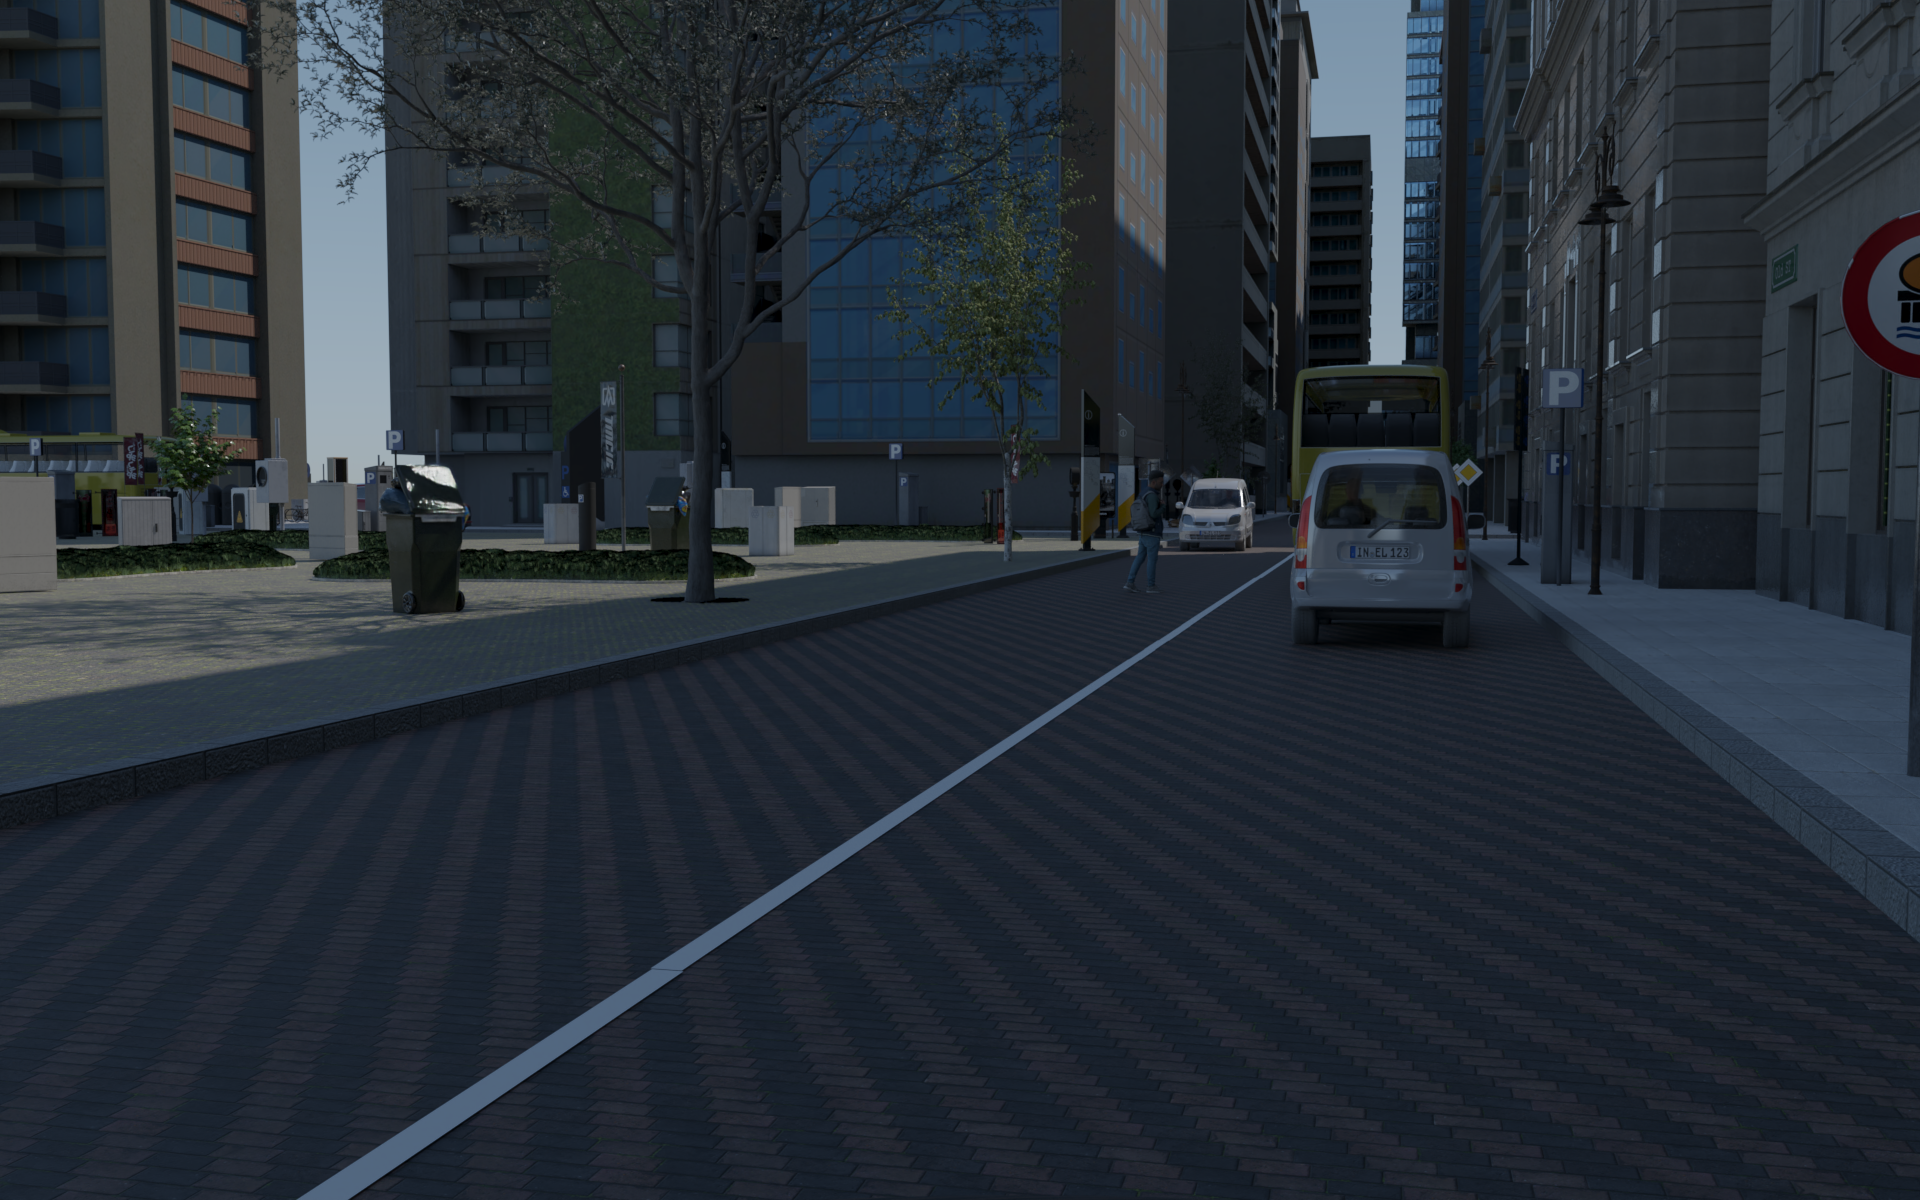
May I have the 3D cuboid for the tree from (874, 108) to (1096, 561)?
[{"bbox_3d":[0.746,-5.036,32.699,4.737,8.622,4.395,0,3,0],"label":"tree"}]

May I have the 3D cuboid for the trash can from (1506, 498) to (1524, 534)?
[{"bbox_3d":[18.155,-2.735,56.365,0.748,1.137,0.748,0,3,0],"label":"trash can"}]

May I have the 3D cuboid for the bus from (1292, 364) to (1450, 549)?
[{"bbox_3d":[8.194,-2.617,34.332,2.896,3.916,12.252,1,4,14],"label":"bus"}]

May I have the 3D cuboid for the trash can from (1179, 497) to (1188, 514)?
[{"bbox_3d":[11.144,-4.508,85.363,0.748,1.137,0.748,0,3,0],"label":"trash can"}]

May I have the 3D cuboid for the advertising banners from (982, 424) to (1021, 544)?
[{"bbox_3d":[1.056,-2.937,44.213,0.090,3.025,2.074,-2,4,-26],"label":"advertising banners"}]

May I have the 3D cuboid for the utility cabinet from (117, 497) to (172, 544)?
[{"bbox_3d":[-17.686,-1.616,37.588,1.020,1.237,0.306,-3,5,-43],"label":"utility cabinet"}]

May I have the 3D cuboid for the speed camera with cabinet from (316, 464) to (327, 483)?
[{"bbox_3d":[-41.155,-7.300,113.693,2.038,3.252,0.660,-3,5,-43],"label":"speed camera with cabinet"}]

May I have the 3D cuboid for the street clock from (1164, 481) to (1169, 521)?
[{"bbox_3d":[9.982,-4.817,83.323,0.358,2.002,0.471,0,4,6],"label":"street clock"}]

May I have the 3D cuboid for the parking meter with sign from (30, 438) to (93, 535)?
[{"bbox_3d":[-28.330,-3.572,54.668,0.543,3.016,1.738,2,4,28],"label":"parking meter with sign"}]

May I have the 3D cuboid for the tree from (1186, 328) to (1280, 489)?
[{"bbox_3d":[11.752,-7.710,76.415,4.360,8.622,3.978,0,3,0],"label":"tree"}]

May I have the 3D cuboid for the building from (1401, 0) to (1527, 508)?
[{"bbox_3d":[67.880,-55.351,217.655,31.000,86.520,22.319,1,4,14],"label":"building"}]

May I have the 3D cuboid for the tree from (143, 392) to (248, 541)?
[{"bbox_3d":[-14.772,-2.351,33.047,1.663,3.219,1.824,0,3,0],"label":"tree"}]

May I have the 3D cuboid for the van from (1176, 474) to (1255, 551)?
[{"bbox_3d":[6.658,-2.315,44.855,2.013,2.044,4.112,1,4,13],"label":"van"}]

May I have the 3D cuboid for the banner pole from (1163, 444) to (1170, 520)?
[{"bbox_3d":[10.278,-5.872,86.024,0.401,3.779,0.863,0,4,0],"label":"banner pole"}]

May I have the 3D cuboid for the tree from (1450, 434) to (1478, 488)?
[{"bbox_3d":[26.162,-6.667,92.716,4.285,4.588,4.351,0,3,0],"label":"tree"}]

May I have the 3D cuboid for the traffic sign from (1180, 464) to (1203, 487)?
[{"bbox_3d":[7.806,-3.350,58.407,0.795,2.450,0.064,1,4,14],"label":"traffic sign"}]

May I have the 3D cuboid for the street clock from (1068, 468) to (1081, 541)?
[{"bbox_3d":[3.130,-2.614,47.307,0.358,2.002,0.471,0,4,-5],"label":"street clock"}]

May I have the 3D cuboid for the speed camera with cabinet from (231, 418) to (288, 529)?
[{"bbox_3d":[-18.379,-3.123,45.402,2.038,3.252,0.660,3,5,41],"label":"speed camera with cabinet"}]

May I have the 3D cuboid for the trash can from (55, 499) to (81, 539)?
[{"bbox_3d":[-25.405,-2.300,49.262,0.748,1.137,0.748,0,3,0],"label":"trash can"}]

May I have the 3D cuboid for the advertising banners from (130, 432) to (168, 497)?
[{"bbox_3d":[-23.394,-3.303,50.186,0.090,3.025,2.074,0,4,-1],"label":"advertising banners"}]

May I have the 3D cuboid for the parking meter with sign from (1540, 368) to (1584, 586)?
[{"bbox_3d":[8.616,-1.752,24.903,0.543,3.016,1.738,1,4,17],"label":"parking meter with sign"}]

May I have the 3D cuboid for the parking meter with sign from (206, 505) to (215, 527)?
[{"bbox_3d":[-29.764,-4.326,66.986,1.738,3.016,0.543,0,4,2],"label":"parking meter with sign"}]

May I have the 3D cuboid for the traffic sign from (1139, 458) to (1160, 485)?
[{"bbox_3d":[5.376,-2.884,49.288,0.606,2.300,0.079,1,4,20],"label":"traffic sign"}]

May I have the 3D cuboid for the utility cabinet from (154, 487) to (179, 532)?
[{"bbox_3d":[-25.834,-2.955,56.991,1.173,1.500,0.318,-1,4,-11],"label":"utility cabinet"}]

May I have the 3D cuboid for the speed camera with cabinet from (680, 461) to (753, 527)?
[{"bbox_3d":[-6.951,-3.374,49.494,2.038,3.252,0.660,-2,4,-31],"label":"speed camera with cabinet"}]

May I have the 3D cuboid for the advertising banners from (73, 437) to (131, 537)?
[{"bbox_3d":[-25.795,-3.440,52.427,0.090,3.025,2.074,3,4,38],"label":"advertising banners"}]

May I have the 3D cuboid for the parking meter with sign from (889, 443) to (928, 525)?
[{"bbox_3d":[-1.755,-3.925,60.432,0.543,3.016,1.738,2,4,32],"label":"parking meter with sign"}]

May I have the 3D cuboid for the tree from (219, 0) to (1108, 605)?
[{"bbox_3d":[-2.953,-6.722,20.276,12.009,13.543,11.850,0,3,0],"label":"tree"}]

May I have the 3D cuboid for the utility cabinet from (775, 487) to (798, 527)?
[{"bbox_3d":[-5.292,-2.744,53.545,0.318,1.500,1.173,2,4,27],"label":"utility cabinet"}]

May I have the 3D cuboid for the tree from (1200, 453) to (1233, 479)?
[{"bbox_3d":[11.814,-5.282,80.969,1.663,3.219,1.824,0,3,0],"label":"tree"}]

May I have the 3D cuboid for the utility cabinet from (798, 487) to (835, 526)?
[{"bbox_3d":[-4.284,-2.660,52.170,1.173,1.500,0.318,3,5,40],"label":"utility cabinet"}]

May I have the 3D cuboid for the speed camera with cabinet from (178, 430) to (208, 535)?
[{"bbox_3d":[-23.779,-3.629,53.666,0.660,3.252,2.038,-2,4,-32],"label":"speed camera with cabinet"}]

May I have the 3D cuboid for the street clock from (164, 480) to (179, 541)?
[{"bbox_3d":[-21.330,-2.588,46.884,0.358,2.002,0.471,-2,4,-27],"label":"street clock"}]

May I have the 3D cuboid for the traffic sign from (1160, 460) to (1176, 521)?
[{"bbox_3d":[5.905,-2.875,50.650,0.795,2.450,0.064,1,4,14],"label":"traffic sign"}]

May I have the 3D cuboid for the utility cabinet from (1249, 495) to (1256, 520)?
[{"bbox_3d":[14.386,-4.529,85.203,0.306,1.237,1.020,1,4,11],"label":"utility cabinet"}]

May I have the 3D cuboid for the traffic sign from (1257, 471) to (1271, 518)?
[{"bbox_3d":[16.608,-5.789,94.755,0.768,2.556,0.104,1,4,21],"label":"traffic sign"}]

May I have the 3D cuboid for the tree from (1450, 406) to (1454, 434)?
[{"bbox_3d":[33.110,-10.630,124.163,4.737,8.622,4.395,0,3,0],"label":"tree"}]

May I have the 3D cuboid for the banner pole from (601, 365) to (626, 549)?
[{"bbox_3d":[-6.718,-2.673,33.718,0.863,3.779,0.401,3,4,39],"label":"banner pole"}]

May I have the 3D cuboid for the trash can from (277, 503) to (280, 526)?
[{"bbox_3d":[-27.885,-3.584,70.245,0.748,1.137,0.748,0,3,0],"label":"trash can"}]

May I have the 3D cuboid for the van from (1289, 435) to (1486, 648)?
[{"bbox_3d":[4.331,-0.652,17.677,2.013,2.044,4.112,1,4,15],"label":"van"}]

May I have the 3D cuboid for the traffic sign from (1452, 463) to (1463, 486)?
[{"bbox_3d":[16.149,-3.224,56.349,0.795,2.450,0.064,1,4,14],"label":"traffic sign"}]

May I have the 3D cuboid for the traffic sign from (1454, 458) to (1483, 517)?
[{"bbox_3d":[14.249,-2.749,48.592,0.795,2.450,0.064,1,4,14],"label":"traffic sign"}]

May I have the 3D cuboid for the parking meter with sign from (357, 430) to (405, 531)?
[{"bbox_3d":[-15.622,-3.069,46.444,0.543,3.016,1.738,1,4,18],"label":"parking meter with sign"}]

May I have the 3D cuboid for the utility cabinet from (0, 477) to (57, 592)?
[{"bbox_3d":[-12.384,-0.842,22.441,0.318,1.500,1.173,2,4,35],"label":"utility cabinet"}]

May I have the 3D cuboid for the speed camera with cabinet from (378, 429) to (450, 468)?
[{"bbox_3d":[-16.691,-3.585,52.959,2.038,3.252,0.660,0,4,3],"label":"speed camera with cabinet"}]

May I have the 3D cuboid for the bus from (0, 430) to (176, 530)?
[{"bbox_3d":[-35.129,-4.475,64.716,12.252,3.916,2.896,1,4,14],"label":"bus"}]

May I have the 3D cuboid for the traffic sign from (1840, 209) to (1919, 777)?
[{"bbox_3d":[4.356,-0.471,7.806,0.768,2.556,0.104,1,4,18],"label":"traffic sign"}]

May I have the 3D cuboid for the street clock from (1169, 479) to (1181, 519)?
[{"bbox_3d":[10.413,-4.796,82.982,0.471,2.002,0.358,1,4,12],"label":"street clock"}]

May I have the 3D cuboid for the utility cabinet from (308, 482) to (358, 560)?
[{"bbox_3d":[-12.057,-1.508,33.329,1.173,1.500,0.318,3,4,37],"label":"utility cabinet"}]
